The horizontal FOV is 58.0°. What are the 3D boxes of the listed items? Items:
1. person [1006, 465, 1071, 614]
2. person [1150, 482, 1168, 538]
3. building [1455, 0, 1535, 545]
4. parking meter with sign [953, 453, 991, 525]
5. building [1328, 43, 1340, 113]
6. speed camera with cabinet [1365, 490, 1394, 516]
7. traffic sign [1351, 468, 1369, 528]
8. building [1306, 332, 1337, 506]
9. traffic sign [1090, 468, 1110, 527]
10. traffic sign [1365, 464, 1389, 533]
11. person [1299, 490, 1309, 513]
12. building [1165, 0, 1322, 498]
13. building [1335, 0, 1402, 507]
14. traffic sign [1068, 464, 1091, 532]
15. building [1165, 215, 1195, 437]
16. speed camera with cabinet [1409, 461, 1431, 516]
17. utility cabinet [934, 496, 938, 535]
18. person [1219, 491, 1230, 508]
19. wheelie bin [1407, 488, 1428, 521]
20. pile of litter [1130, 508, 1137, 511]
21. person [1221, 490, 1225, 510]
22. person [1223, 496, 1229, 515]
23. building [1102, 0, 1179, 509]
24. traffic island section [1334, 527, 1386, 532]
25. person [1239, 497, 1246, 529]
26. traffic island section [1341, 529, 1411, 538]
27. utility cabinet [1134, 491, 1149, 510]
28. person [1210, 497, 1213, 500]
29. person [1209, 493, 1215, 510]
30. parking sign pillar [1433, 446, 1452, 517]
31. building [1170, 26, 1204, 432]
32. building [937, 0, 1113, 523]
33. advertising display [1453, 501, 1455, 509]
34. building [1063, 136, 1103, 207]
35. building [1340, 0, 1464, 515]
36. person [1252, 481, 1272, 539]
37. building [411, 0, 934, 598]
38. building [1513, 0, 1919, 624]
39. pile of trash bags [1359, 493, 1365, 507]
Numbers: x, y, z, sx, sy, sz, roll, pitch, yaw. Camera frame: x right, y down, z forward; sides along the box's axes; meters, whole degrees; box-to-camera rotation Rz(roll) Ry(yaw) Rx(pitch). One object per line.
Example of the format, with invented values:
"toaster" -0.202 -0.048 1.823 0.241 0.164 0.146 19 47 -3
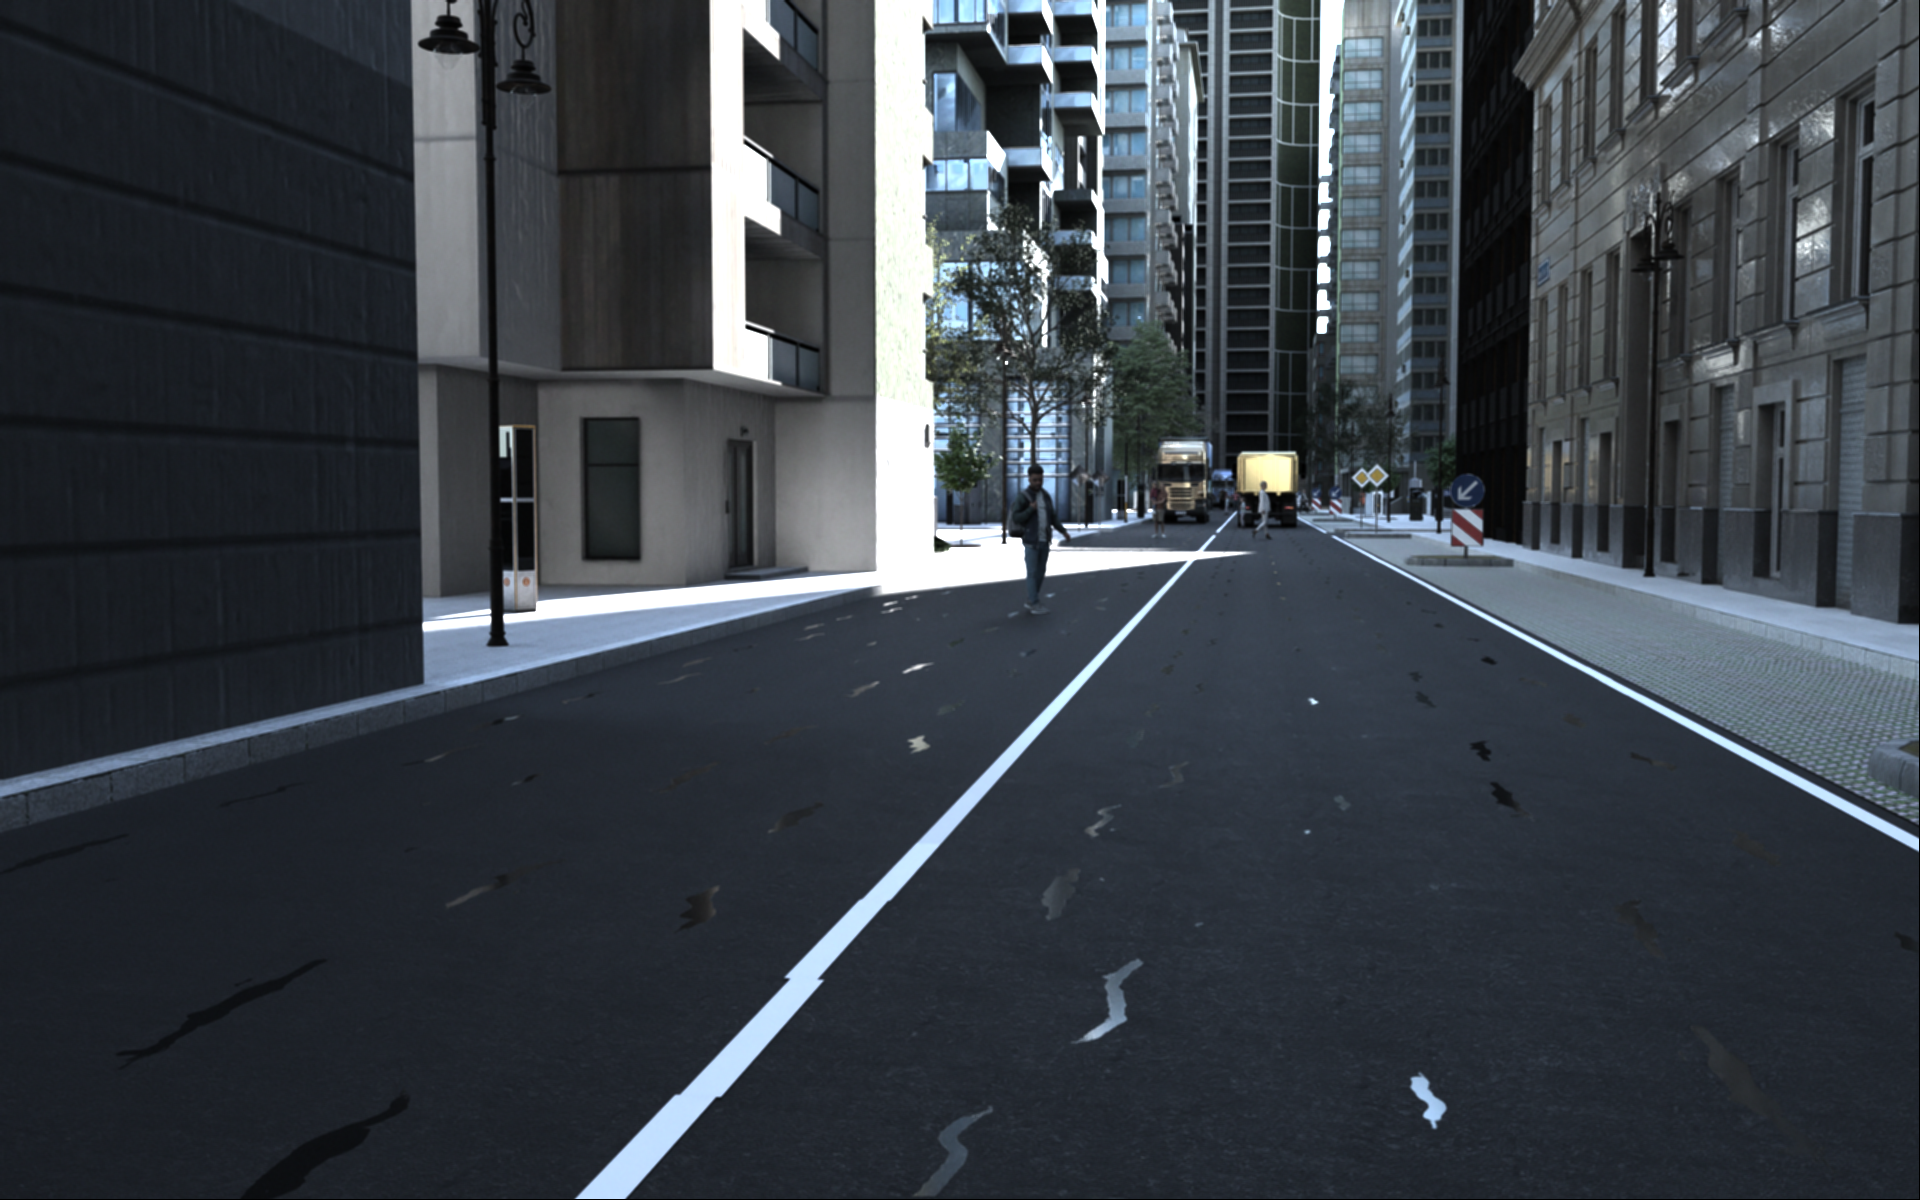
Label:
"person" 0.908 -0.732 20.822 0.721 1.781 0.623 3 5 39
"person" 6.534 -2.976 57.128 0.580 1.828 0.573 -1 4 -12
"building" 20.999 -13.318 47.422 12.332 23.373 15.834 1 4 10
"parking meter with sign" 0.493 -4.661 72.461 1.738 3.016 0.543 -3 5 -43
"building" 47.129 -33.523 167.707 23.786 49.044 30.456 1 4 10
"speed camera with cabinet" 24.829 -6.611 102.426 2.038 3.252 0.660 -3 4 -38
"traffic sign" 15.089 -3.757 65.063 0.795 2.450 0.064 1 4 10
"building" 54.059 -21.552 197.421 27.650 21.520 28.899 1 4 10
"traffic sign" 5.385 -3.858 66.718 0.795 2.450 0.064 1 4 10
"traffic sign" 13.758 -3.275 57.189 0.795 2.450 0.064 1 4 10
"person" 26.123 -7.495 131.448 0.834 1.777 0.661 2 4 27
"building" 37.386 -48.490 231.056 20.611 71.187 20.563 1 4 10
"building" 38.815 -28.251 145.498 14.154 41.232 14.086 1 4 10
"traffic sign" 4.054 -3.376 58.844 0.795 2.450 0.064 1 4 10
"building" 16.848 -24.923 179.195 14.160 30.474 14.107 1 4 10
"speed camera with cabinet" 27.798 -6.652 103.102 2.038 3.252 0.660 2 4 26
"utility cabinet" -1.161 -2.342 49.450 1.020 1.237 0.306 -1 4 -21
"person" 24.817 -9.364 162.322 1.217 1.743 0.721 3 4 37
"wheelie bin" 22.023 -4.621 83.456 0.980 1.594 0.693 1 4 17
"pile of litter" 13.429 -7.058 129.357 1.176 0.858 1.719 -1 4 -21
"person" 24.345 -9.280 160.366 0.705 1.807 1.348 0 4 1
"person" 18.407 -6.540 119.705 0.394 1.301 0.425 0 4 6
"building" 8.254 -32.900 157.521 23.786 49.044 30.456 1 4 10
"traffic island section" 15.114 -2.621 65.136 2.009 0.180 2.903 1 4 10
"person" 11.713 -3.616 71.899 0.394 1.301 0.425 -1 4 -17
"traffic island section" 13.782 -2.140 57.262 2.009 0.180 2.903 1 4 10
"utility cabinet" 14.046 -7.671 134.092 1.173 1.500 0.318 -1 4 -21
"person" 21.265 -8.499 148.240 0.721 1.735 1.217 3 5 44
"person" 22.811 -9.131 157.802 1.348 1.822 0.705 -3 5 -40
"parking sign pillar" 27.003 -6.575 95.968 1.447 3.967 1.447 1 4 21
"building" 14.282 -37.593 203.892 27.495 52.752 28.713 1 4 10
"building" -2.567 -47.585 90.681 22.319 86.520 31.000 1 4 10
"advertising display" 22.257 -4.352 76.368 0.974 1.923 0.123 2 4 33
"building" 2.484 -21.454 122.469 14.160 30.474 14.107 1 4 10
"building" 41.721 -25.742 112.767 32.217 40.220 23.993 1 4 10
"person" 9.579 -2.848 54.940 0.818 1.842 0.514 -1 4 -17
"building" -8.569 -20.980 26.621 14.154 41.232 14.086 1 4 10
"building" 16.840 -14.067 27.262 12.463 27.353 25.104 1 4 10
"pile of trash bags" 30.644 -7.690 135.486 3.447 1.369 1.912 -3 5 -42
